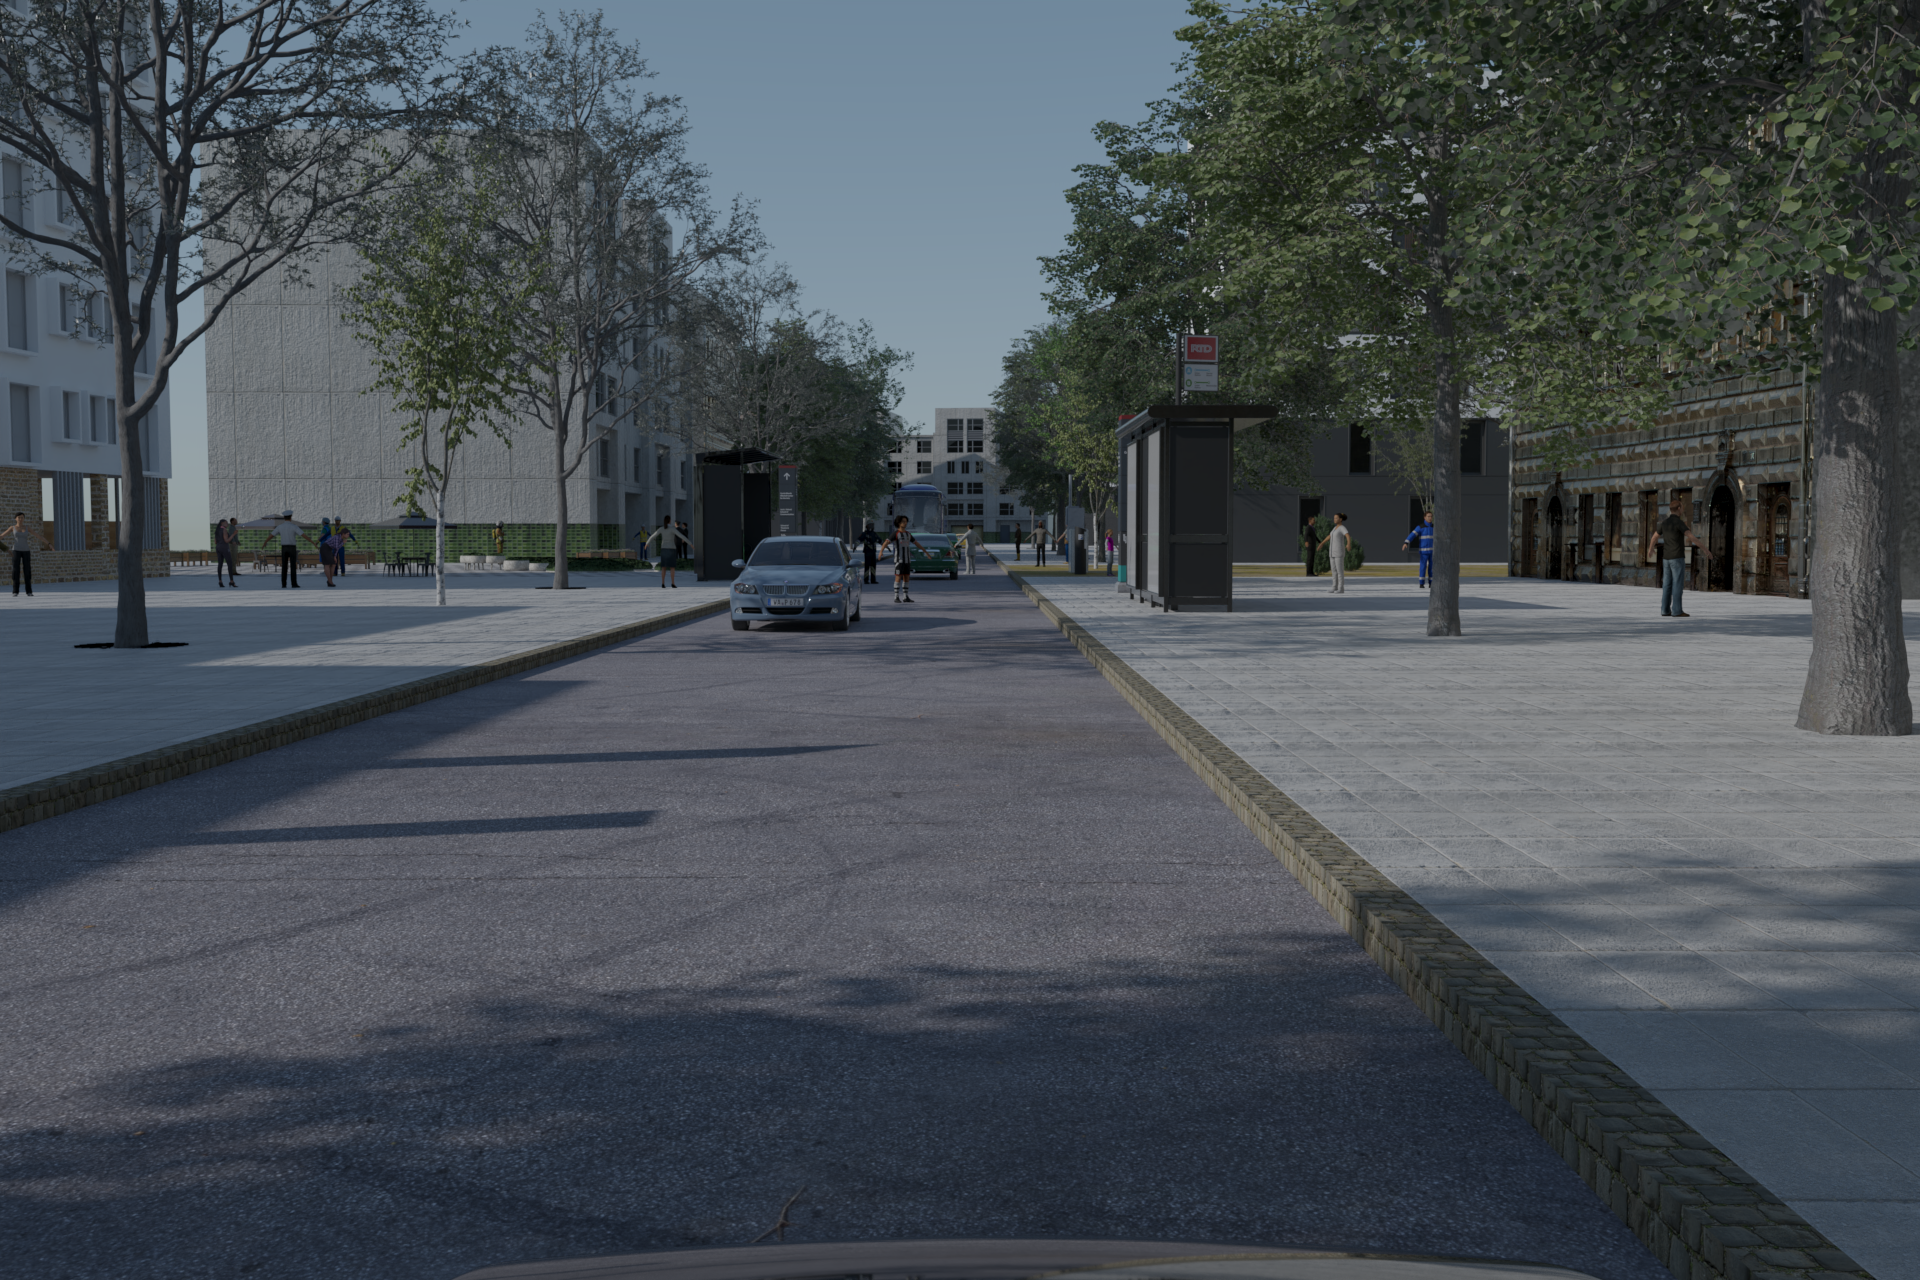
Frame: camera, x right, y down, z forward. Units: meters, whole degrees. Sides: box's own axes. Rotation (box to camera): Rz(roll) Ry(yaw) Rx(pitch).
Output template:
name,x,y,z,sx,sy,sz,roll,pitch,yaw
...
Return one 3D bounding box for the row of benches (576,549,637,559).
name,x,y,z,sx,sy,sz,roll,pitch,yaw
row of benches,-14.397,-3.395,70.968,1.422,0.672,4.104,1,4,17

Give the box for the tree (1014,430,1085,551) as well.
name,x,y,z,sx,sy,sz,roll,pitch,yaw
tree,7.198,-12.473,129.683,9.928,11.665,9.643,0,3,0

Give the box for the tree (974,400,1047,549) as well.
name,x,y,z,sx,sy,sz,roll,pitch,yaw
tree,6.260,-14.616,149.333,12.009,13.543,11.850,0,3,0

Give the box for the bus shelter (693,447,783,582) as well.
name,x,y,z,sx,sy,sz,roll,pitch,yaw
bus shelter,-6.306,-3.581,49.824,1.731,3.624,6.357,0,4,1

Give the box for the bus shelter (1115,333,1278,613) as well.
name,x,y,z,sx,sy,sz,roll,pitch,yaw
bus shelter,4.126,-3.349,32.392,2.179,5.291,8.768,0,3,0

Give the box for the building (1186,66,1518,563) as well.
name,x,y,z,sx,sy,sz,roll,pitch,yaw
building,25.669,-15.193,92.378,27.936,21.610,32.646,0,4,0

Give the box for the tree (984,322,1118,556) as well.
name,x,y,z,sx,sy,sz,roll,pitch,yaw
tree,6.168,-12.036,103.437,9.857,13.997,8.962,0,3,0

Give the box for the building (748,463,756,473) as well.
name,x,y,z,sx,sy,sz,roll,pitch,yaw
building,-25.794,-14.838,184.743,9.099,9.664,28.070,0,4,0

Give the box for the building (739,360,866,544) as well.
name,x,y,z,sx,sy,sz,roll,pitch,yaw
building,-26.643,-22.997,219.983,27.936,21.610,32.646,0,4,0

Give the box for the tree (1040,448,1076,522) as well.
name,x,y,z,sx,sy,sz,roll,pitch,yaw
tree,7.178,-10.502,122.066,4.737,8.622,4.395,0,3,0

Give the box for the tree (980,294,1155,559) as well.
name,x,y,z,sx,sy,sz,roll,pitch,yaw
tree,6.145,-10.901,88.594,12.009,13.543,11.850,0,3,0

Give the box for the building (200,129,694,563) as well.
name,x,y,z,sx,sy,sz,roll,pitch,yaw
building,-24.849,-13.778,91.730,16.747,18.905,31.486,0,4,0

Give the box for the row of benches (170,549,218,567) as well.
name,x,y,z,sx,sy,sz,roll,pitch,yaw
row of benches,-31.014,-3.304,69.482,1.422,0.672,4.104,0,4,5

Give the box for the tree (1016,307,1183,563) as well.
name,x,y,z,sx,sy,sz,roll,pitch,yaw
tree,6.385,-9.305,77.888,9.928,11.665,9.643,0,3,0

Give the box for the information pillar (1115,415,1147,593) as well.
name,x,y,z,sx,sy,sz,roll,pitch,yaw
information pillar,3.808,-2.971,37.957,0.750,3.857,0.750,0,4,0

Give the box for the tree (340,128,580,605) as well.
name,x,y,z,sx,sy,sz,roll,pitch,yaw
tree,-9.231,-4.940,31.128,4.737,8.622,4.395,0,3,0

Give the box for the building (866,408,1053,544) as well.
name,x,y,z,sx,sy,sz,roll,pitch,yaw
building,-2.374,-23.263,249.261,31.486,18.905,16.747,0,4,7

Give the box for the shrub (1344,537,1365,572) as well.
name,x,y,z,sx,sy,sz,roll,pitch,yaw
shrub,13.346,-2.942,59.210,1.383,1.207,1.383,0,3,0

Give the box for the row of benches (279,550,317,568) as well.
name,x,y,z,sx,sy,sz,roll,pitch,yaw
row of benches,-25.384,-3.110,66.312,1.422,0.672,4.104,-2,4,-31

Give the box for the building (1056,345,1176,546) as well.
name,x,y,z,sx,sy,sz,roll,pitch,yaw
building,25.139,-22.001,203.692,27.936,21.610,32.646,0,4,0

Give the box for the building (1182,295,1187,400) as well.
name,x,y,z,sx,sy,sz,roll,pitch,yaw
building,21.687,-16.658,128.781,16.016,20.090,11.380,0,4,0

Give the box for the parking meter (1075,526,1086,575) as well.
name,x,y,z,sx,sy,sz,roll,pitch,yaw
parking meter,3.823,-2.846,54.950,0.372,1.533,0.369,0,3,0

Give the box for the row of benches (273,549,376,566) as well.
name,x,y,z,sx,sy,sz,roll,pitch,yaw
row of benches,-26.103,-3.424,71.437,4.104,0.672,1.422,-1,4,-14

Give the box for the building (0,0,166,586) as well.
name,x,y,z,sx,sy,sz,roll,pitch,yaw
building,-28.597,-11.136,38.501,16.016,20.090,11.380,0,4,-1

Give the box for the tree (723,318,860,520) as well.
name,x,y,z,sx,sy,sz,roll,pitch,yaw
tree,-9.097,-10.561,90.807,7.486,12.596,7.792,0,3,0

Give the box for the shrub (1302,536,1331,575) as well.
name,x,y,z,sx,sy,sz,roll,pitch,yaw
shrub,11.254,-2.642,54.317,1.383,1.207,1.383,0,3,0

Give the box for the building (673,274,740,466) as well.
name,x,y,z,sx,sy,sz,roll,pitch,yaw
building,-25.882,-17.782,121.672,19.493,23.208,18.063,0,4,0

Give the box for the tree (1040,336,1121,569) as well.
name,x,y,z,sx,sy,sz,roll,pitch,yaw
tree,5.015,-6.926,63.607,4.737,8.622,4.395,0,3,0

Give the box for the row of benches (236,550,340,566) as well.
name,x,y,z,sx,sy,sz,roll,pitch,yaw
row of benches,-26.914,-3.294,69.317,4.104,0.672,1.422,-1,4,-14

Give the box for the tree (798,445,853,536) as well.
name,x,y,z,sx,sy,sz,roll,pitch,yaw
tree,-8.995,-9.863,111.618,4.737,8.622,4.395,0,3,0

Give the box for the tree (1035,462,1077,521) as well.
name,x,y,z,sx,sy,sz,roll,pitch,yaw
tree,6.556,-10.107,115.609,4.360,8.622,3.978,0,3,0

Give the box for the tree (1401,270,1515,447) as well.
name,x,y,z,sx,sy,sz,roll,pitch,yaw
tree,20.640,-9.198,60.755,12.009,13.543,11.850,0,3,0

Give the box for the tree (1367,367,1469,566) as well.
name,x,y,z,sx,sy,sz,roll,pitch,yaw
tree,19.319,-7.342,70.396,4.360,8.622,3.978,0,3,0

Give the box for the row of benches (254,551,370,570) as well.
name,x,y,z,sx,sy,sz,roll,pitch,yaw
row of benches,-23.654,-2.909,63.018,4.104,0.672,1.422,0,4,-8

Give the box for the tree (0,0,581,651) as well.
name,x,y,z,sx,sy,sz,roll,pitch,yaw
tree,-9.228,-6.658,19.220,12.009,13.543,11.850,0,3,0

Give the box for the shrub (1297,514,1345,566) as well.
name,x,y,z,sx,sy,sz,roll,pitch,yaw
shrub,12.847,-3.499,61.620,1.690,2.028,1.600,0,3,0

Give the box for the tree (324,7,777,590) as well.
name,x,y,z,sx,sy,sz,roll,pitch,yaw
tree,-9.146,-7.926,39.968,12.009,13.543,11.850,0,3,0

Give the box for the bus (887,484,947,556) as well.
name,x,y,z,sx,sy,sz,roll,pitch,yaw
bus,-2.027,-5.995,89.563,2.896,3.916,12.251,0,4,0

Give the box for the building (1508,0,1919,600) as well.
name,x,y,z,sx,sy,sz,roll,pitch,yaw
building,25.700,-12.919,42.158,19.493,23.208,18.063,0,4,0

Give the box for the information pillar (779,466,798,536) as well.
name,x,y,z,sx,sy,sz,roll,pitch,yaw
information pillar,-6.512,-4.671,65.747,0.750,3.857,0.750,0,4,2

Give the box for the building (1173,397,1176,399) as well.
name,x,y,z,sx,sy,sz,roll,pitch,yaw
building,25.137,-20.042,184.101,16.016,20.090,11.380,0,4,0
